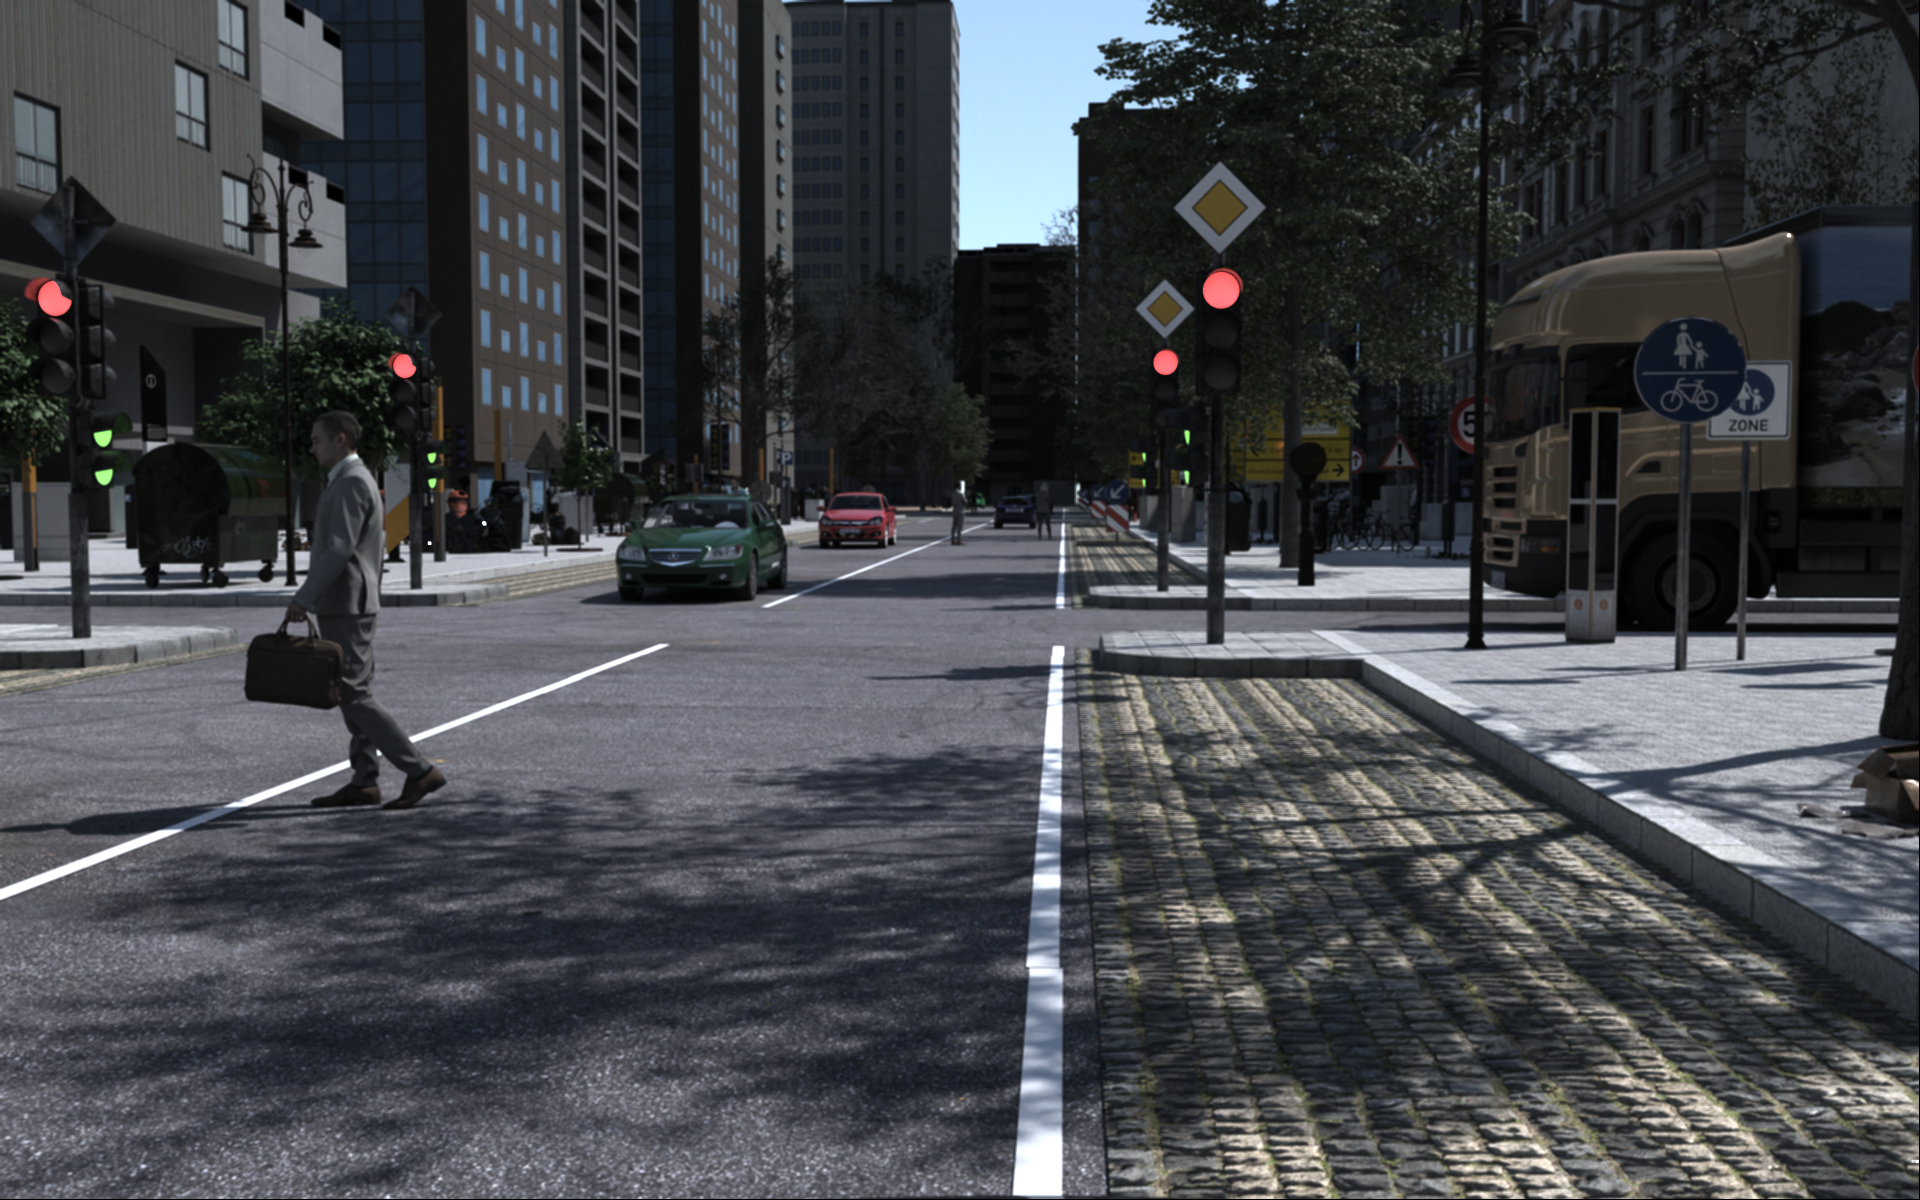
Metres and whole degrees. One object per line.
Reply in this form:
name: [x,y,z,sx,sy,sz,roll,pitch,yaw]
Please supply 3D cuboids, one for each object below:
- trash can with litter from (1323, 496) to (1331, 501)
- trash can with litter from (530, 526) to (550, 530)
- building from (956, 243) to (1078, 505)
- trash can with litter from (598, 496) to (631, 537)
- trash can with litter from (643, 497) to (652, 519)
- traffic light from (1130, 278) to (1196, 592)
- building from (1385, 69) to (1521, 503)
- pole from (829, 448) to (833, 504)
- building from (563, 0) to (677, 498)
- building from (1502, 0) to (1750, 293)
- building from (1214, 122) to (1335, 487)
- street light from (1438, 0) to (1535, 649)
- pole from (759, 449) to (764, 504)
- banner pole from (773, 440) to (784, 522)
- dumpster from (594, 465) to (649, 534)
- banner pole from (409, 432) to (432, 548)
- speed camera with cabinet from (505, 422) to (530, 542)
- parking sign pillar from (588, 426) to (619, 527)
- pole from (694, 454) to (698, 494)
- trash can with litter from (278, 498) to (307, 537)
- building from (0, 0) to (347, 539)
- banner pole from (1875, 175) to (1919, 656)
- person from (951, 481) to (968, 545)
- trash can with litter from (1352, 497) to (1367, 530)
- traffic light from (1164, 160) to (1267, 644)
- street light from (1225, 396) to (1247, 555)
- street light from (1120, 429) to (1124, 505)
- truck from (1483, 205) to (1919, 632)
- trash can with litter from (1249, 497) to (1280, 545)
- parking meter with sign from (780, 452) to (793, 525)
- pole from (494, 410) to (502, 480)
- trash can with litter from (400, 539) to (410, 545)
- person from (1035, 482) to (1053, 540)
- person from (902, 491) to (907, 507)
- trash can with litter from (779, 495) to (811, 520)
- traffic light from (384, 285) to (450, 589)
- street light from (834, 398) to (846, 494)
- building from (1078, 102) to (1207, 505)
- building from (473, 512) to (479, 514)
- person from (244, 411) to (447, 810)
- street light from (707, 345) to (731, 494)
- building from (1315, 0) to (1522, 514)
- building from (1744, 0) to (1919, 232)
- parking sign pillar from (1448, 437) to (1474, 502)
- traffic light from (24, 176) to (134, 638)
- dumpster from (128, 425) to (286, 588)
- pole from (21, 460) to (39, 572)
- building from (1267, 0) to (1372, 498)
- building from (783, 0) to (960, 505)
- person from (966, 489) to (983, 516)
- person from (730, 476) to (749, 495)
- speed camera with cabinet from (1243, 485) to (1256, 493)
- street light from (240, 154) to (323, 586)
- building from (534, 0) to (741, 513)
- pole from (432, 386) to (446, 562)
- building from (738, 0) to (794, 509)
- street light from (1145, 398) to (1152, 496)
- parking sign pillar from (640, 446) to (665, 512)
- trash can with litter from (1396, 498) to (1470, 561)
trash can with litter: [17.355,-4.329,82.171,0.624,1.170,1.055,2,4,31]
trash can with litter: [-14.270,-3.083,61.464,2.233,1.210,1.678,2,4,28]
building: [6.679,-26.362,202.712,14.107,30.474,14.160,0,4,3]
trash can with litter: [-10.300,-2.567,53.026,1.678,1.210,2.233,-2,4,-26]
trash can with litter: [-16.489,-4.783,89.585,0.624,1.170,1.055,3,5,44]
traffic light: [2.656,-2.067,22.721,0.839,4.253,0.868,0,4,3]
building: [29.554,-14.845,84.513,13.314,21.916,24.055,0,4,3]
pole: [-5.669,-5.041,76.258,0.158,3.312,0.155,0,3,0]
building: [-29.316,-41.056,109.511,20.563,71.187,20.611,0,4,3]
building: [28.523,-16.687,60.226,14.401,28.519,23.554,0,4,3]
building: [42.524,-33.589,203.797,28.867,44.769,22.147,0,4,3]
street light: [4.297,-2.536,14.258,0.468,5.910,1.993,0,4,3]
pole: [-8.930,-5.132,77.757,0.158,3.312,0.155,0,3,0]
banner pole: [-8.842,-5.741,83.876,0.401,3.779,0.863,2,4,27]
dumpster: [-11.200,-3.335,57.026,1.502,2.255,1.985,0,4,3]
banner pole: [-12.607,-3.105,40.780,0.863,3.779,0.401,1,4,20]
speed camera with cabinet: [-11.962,-3.211,46.831,0.660,3.252,2.038,-1,4,-15]
parking sign pillar: [-14.282,-4.900,68.583,1.447,3.967,1.447,3,5,43]
pole: [-13.536,-5.814,88.899,0.158,3.312,0.155,0,3,0]
trash can with litter: [-20.144,-2.549,52.739,2.233,1.210,1.678,-1,4,-15]
building: [-35.956,-28.242,50.995,28.713,52.752,27.495,0,4,3]
banner pole: [7.703,-1.440,13.567,0.863,3.779,0.401,3,5,43]
person: [0.002,-2.446,48.665,0.511,1.800,0.466,3,5,42]
trash can with litter: [14.252,-3.059,61.403,0.624,1.170,1.055,-1,4,-9]
traffic light: [2.174,-1.580,14.750,0.839,4.253,0.868,0,4,3]
street light: [5.648,-3.895,36.471,0.468,5.910,1.993,0,4,3]
street light: [9.075,-7.568,96.531,0.468,5.910,1.993,0,4,3]
truck: [10.628,-1.778,17.980,11.283,4.237,2.839,0,4,2]
trash can with litter: [7.739,-2.076,44.999,1.678,1.210,2.233,1,4,11]
parking meter with sign: [-7.261,-4.645,72.206,0.543,3.016,1.738,0,4,-8]
pole: [-11.167,-2.938,41.881,0.158,3.312,0.155,0,3,0]
trash can with litter: [-14.528,-1.973,43.309,2.233,1.210,1.678,0,4,1]
person: [2.628,-2.805,54.544,0.537,1.800,0.526,2,4,34]
person: [-5.765,-10.461,180.464,0.541,1.710,0.530,1,4,15]
trash can with litter: [-7.944,-4.600,86.259,2.233,1.210,1.678,-1,4,-18]
traffic light: [-7.338,-2.103,23.307,0.839,4.253,0.868,0,4,3]
street light: [-5.785,-6.772,83.505,0.468,5.910,1.993,0,4,3]
building: [20.797,-33.708,201.233,14.200,45.320,14.600,0,4,3]
building: [-27.212,-26.312,80.315,14.600,45.320,14.200,0,4,3]
person: [-2.808,0.043,7.918,0.853,1.813,0.709,-1,4,-19]
street light: [-7.492,-4.962,53.919,0.468,5.910,1.993,0,4,3]
building: [40.475,-25.814,113.939,32.217,40.220,23.993,0,4,3]
building: [28.642,-11.306,39.604,16.860,20.320,10.420,0,4,3]
parking sign pillar: [17.227,-4.291,58.634,1.447,3.967,1.447,3,5,45]
traffic light: [-7.820,-1.616,15.336,0.839,4.253,0.868,0,4,3]
dumpster: [-10.529,-1.335,24.323,1.502,2.255,1.985,0,4,3]
pole: [-15.397,-2.128,28.635,0.158,3.312,0.155,0,3,0]
building: [38.029,-50.651,140.822,22.319,86.520,31.000,0,4,3]
building: [-14.244,-40.636,206.398,28.212,58.520,21.231,0,4,3]
person: [0.903,-6.470,114.798,1.217,1.766,0.721,1,4,12]
person: [-4.607,-1.724,36.715,0.660,1.820,0.620,3,4,36]
speed camera with cabinet: [12.498,-4.952,75.305,0.660,3.252,2.038,1,4,23]
street light: [-9.349,-3.134,24.034,0.468,5.910,1.993,0,4,3]
building: [-24.403,-29.193,127.410,14.600,45.320,14.200,0,4,3]
pole: [-9.867,-2.380,32.761,0.158,3.312,0.155,0,3,0]
building: [-26.625,-32.229,150.648,21.600,48.544,21.300,0,4,3]
street light: [7.397,-5.759,66.943,0.468,5.910,1.993,0,4,3]
parking sign pillar: [-17.282,-6.653,97.241,1.447,3.967,1.447,-1,4,-22]
trash can with litter: [9.610,-1.418,34.248,1.678,1.210,2.233,0,4,6]
